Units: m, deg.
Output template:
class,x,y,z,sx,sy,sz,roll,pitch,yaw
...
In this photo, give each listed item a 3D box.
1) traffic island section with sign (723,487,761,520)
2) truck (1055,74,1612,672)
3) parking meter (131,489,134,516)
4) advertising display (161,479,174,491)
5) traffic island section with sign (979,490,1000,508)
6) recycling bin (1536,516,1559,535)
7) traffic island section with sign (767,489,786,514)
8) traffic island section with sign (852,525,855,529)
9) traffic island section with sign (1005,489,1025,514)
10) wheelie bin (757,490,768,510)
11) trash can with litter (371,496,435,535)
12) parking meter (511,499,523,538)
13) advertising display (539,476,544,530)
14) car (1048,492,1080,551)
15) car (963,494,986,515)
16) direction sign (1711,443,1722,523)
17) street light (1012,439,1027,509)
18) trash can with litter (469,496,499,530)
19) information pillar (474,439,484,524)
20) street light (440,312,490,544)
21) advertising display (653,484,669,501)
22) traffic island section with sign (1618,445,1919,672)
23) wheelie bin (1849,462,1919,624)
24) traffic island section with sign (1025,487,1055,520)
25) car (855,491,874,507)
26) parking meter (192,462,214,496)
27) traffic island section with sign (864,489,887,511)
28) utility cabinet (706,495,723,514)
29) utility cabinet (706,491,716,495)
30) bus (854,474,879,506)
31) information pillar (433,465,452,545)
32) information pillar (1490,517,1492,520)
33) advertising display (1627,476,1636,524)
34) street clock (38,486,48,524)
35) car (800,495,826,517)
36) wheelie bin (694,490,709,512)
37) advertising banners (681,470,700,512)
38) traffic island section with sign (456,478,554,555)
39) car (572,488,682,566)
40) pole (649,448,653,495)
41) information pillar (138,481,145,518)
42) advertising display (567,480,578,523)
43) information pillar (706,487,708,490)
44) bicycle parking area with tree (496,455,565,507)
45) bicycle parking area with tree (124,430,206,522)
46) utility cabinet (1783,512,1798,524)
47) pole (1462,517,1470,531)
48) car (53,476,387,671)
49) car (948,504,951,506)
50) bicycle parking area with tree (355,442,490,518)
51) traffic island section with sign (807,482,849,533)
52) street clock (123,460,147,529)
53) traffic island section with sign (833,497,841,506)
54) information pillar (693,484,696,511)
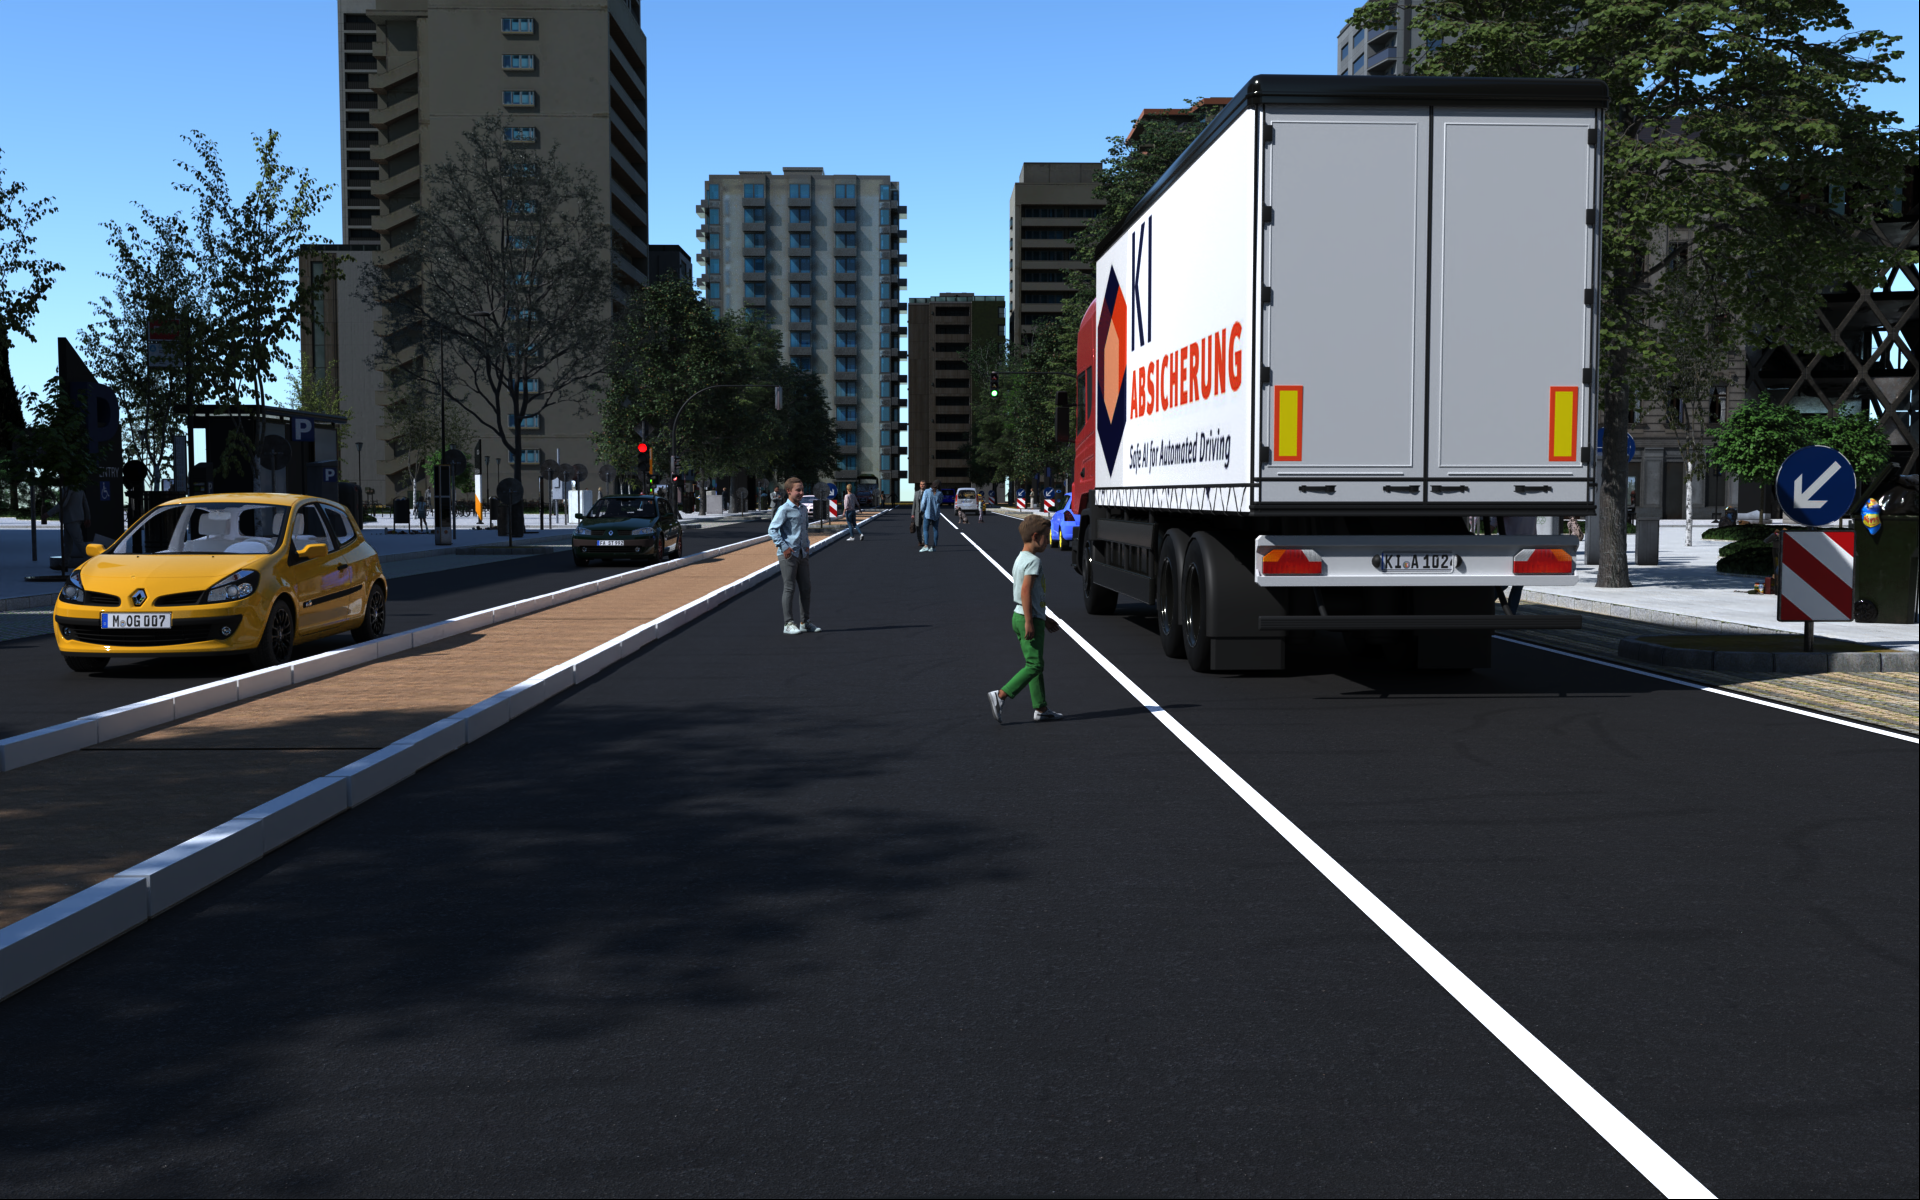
class,x,y,z,sx,sy,sz,roll,pitch,yaw
traffic island section with sign,-12.152,-5.399,96.908,1.989,1.847,2.006,0,4,-1
truck,2.848,-1.733,17.254,2.839,4.237,11.283,0,4,-3
parking meter,-35.784,-4.241,75.056,0.399,1.863,0.255,3,5,39
advertising display,-32.908,-4.115,72.490,0.123,1.923,0.974,3,4,38
traffic island section with sign,3.045,-10.140,174.409,1.989,1.847,2.006,0,4,-1
recycling bin,9.634,-1.012,29.100,0.722,1.027,0.722,2,4,26
traffic island section with sign,-12.821,-7.092,124.587,1.989,1.847,2.006,0,4,-1
traffic island section with sign,-5.382,-3.912,72.090,2.006,1.907,1.989,0,4,-1
traffic island section with sign,4.220,-7.070,124.222,1.989,1.847,2.006,0,4,-1
wheelie bin,-15.608,-7.896,137.002,0.980,1.594,0.693,2,4,35
trash can with litter,-17.523,-2.710,55.374,2.233,1.210,1.678,0,4,6
parking meter,-13.136,-2.618,51.221,0.372,1.533,0.369,0,3,0
advertising display,-15.115,-3.506,62.536,0.123,1.923,0.974,-1,4,-17
car,3.296,-2.175,45.154,1.945,1.707,3.694,0,4,-3
car,0.880,-6.824,121.788,2.015,1.641,3.980,0,4,-3
direction sign,33.615,-5.193,76.910,0.876,3.537,0.379,-3,5,-44
street light,5.108,-10.654,146.731,1.470,5.913,1.316,0,4,-1
trash can with litter,-17.115,-3.148,62.528,1.678,1.210,2.233,1,4,16
information pillar,-20.580,-5.057,74.039,0.183,3.616,0.504,-3,5,-42
street light,-12.653,-4.384,44.218,1.470,5.913,1.316,0,4,-1
advertising display,-19.112,-6.452,110.699,0.974,1.923,0.123,-1,4,-18
traffic island section with sign,6.787,-0.375,14.764,1.989,1.847,2.006,0,4,-1
wheelie bin,9.330,-0.578,17.359,0.693,1.594,0.980,2,4,34
traffic island section with sign,4.849,-5.422,97.274,1.989,1.847,2.006,0,4,-1
car,-10.837,-11.381,194.747,2.281,1.827,5.304,0,4,-2
parking meter,-13.872,-1.594,31.765,0.255,1.863,0.399,0,4,-1
traffic island section with sign,-7.155,-8.506,147.208,2.006,1.907,1.989,0,4,-1
utility cabinet,-15.761,-6.122,111.263,1.020,1.237,0.306,0,4,1
utility cabinet,-16.360,-6.425,113.734,0.318,1.500,1.173,-2,4,-25
bus,-11.350,-13.525,212.680,2.896,3.916,12.252,0,4,-2
information pillar,-12.943,-2.375,43.325,0.304,2.012,0.304,3,5,45
information pillar,19.444,-3.563,62.742,0.304,2.012,0.304,-1,4,-22
advertising display,24.029,-3.488,62.247,0.123,1.923,0.974,3,5,43
street clock,-38.761,-4.200,73.235,0.471,2.002,0.358,-3,5,-39
car,-8.462,-5.310,99.180,2.083,1.381,4.827,0,3,0
wheelie bin,-18.845,-7.176,125.237,0.980,1.594,0.693,0,4,-5
advertising banners,-19.016,-7.736,122.670,0.090,3.025,2.074,2,4,32
traffic island section with sign,-10.852,-2.012,41.527,1.989,1.847,2.006,0,4,-1
car,-6.827,-1.588,35.744,2.009,1.686,4.222,0,4,-1
pole,-13.593,-5.035,76.164,0.158,3.312,0.155,0,3,0
information pillar,-29.406,-3.520,62.052,0.304,2.012,0.304,-3,5,-41
advertising display,-17.221,-4.386,76.927,0.123,1.923,0.974,-3,5,-39
information pillar,-19.043,-8.484,130.066,0.183,3.616,0.504,-1,4,-18
bicycle parking area with tree,-33.994,-8.684,128.982,9.016,4.147,8.231,-2,4,-24
bicycle parking area with tree,-35.900,-5.707,80.306,9.016,4.147,8.231,2,4,34
utility cabinet,35.481,-3.988,73.880,0.318,1.500,1.173,0,4,4
pole,8.544,-2.172,29.353,0.158,3.312,0.155,0,3,0
car,-6.397,-0.307,15.251,2.015,1.641,3.980,0,4,-2
car,-2.059,-12.573,217.924,2.083,1.381,4.827,0,4,-3
bicycle parking area with tree,-31.108,-6.759,97.504,8.231,4.147,9.016,-1,4,-19
traffic island section with sign,-5.217,-3.459,64.685,2.006,1.907,1.989,0,4,-1
street clock,-17.473,-1.967,36.731,0.471,2.002,0.358,-2,4,-24
traffic island section with sign,-14.613,-11.775,201.151,1.989,1.847,2.006,0,4,-1
information pillar,-20.199,-7.805,132.099,0.304,2.012,0.304,-1,4,-18
